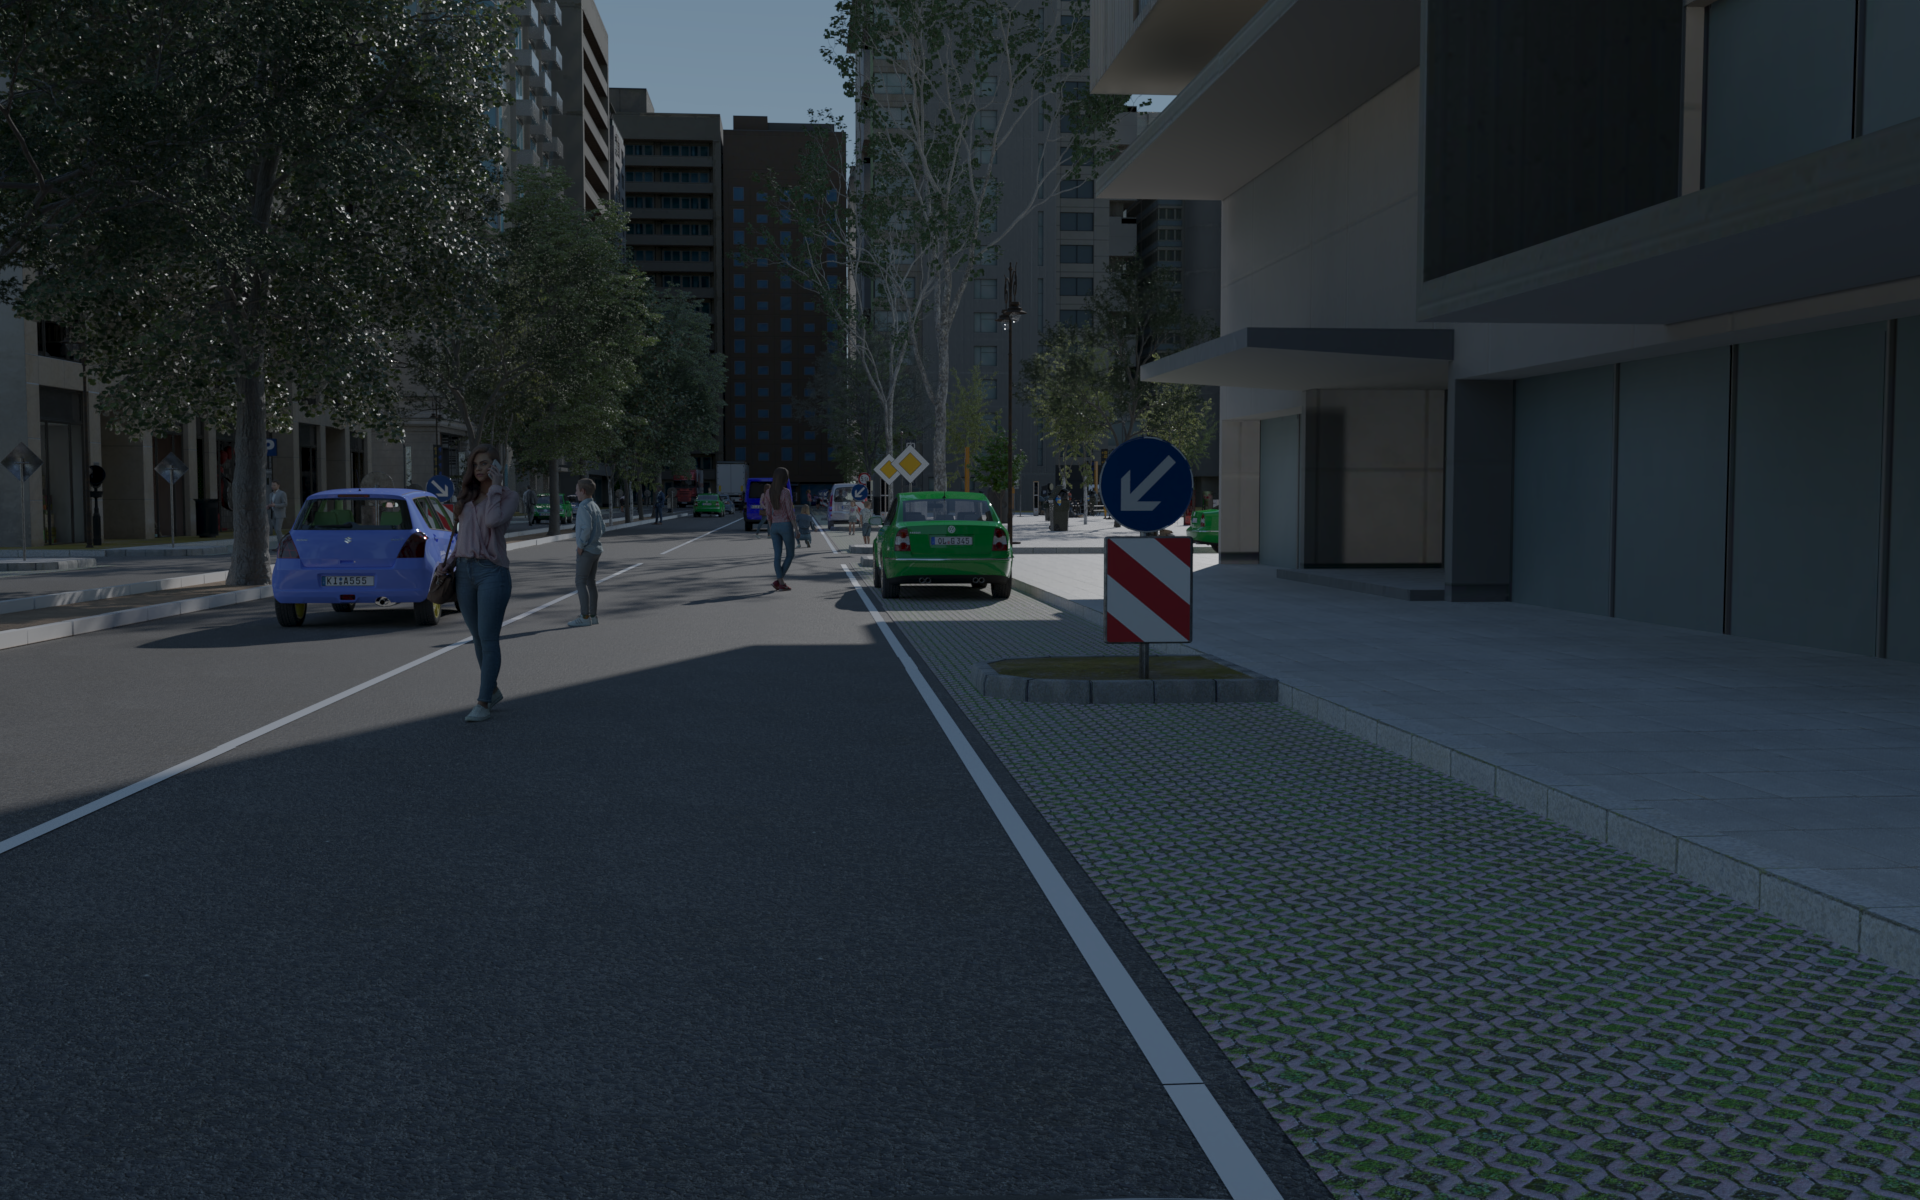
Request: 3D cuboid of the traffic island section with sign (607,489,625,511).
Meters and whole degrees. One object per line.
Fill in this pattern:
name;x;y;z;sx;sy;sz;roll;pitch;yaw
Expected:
traffic island section with sign;-28.023;-8.198;142.665;1.989;1.847;2.006;0;4;-5

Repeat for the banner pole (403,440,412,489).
banner pole;-25.544;-5.505;80.028;0.863;3.779;0.401;3;5;43

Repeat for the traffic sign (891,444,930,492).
traffic sign;-1.003;-1.911;34.890;0.795;2.450;0.064;0;4;-5

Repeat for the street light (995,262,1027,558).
street light;1.006;-3.785;34.677;0.468;5.910;1.993;0;4;-5

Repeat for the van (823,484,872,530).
van;-4.583;-3.896;70.715;2.013;2.044;4.112;0;4;-5

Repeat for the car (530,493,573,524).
car;-19.823;-4.591;83.864;1.959;1.807;4.718;0;4;-7

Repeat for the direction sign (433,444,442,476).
direction sign;-23.955;-5.350;79.466;0.379;3.537;0.876;0;4;5

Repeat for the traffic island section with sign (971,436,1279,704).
traffic island section with sign;1.111;-0.249;12.704;1.989;1.847;2.006;0;4;-5

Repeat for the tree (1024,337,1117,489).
tree;4.931;-7.825;78.306;4.360;8.622;3.978;0;3;0

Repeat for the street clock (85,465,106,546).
street clock;-21.528;-2.361;43.166;0.471;2.002;0.358;-2;4;-24

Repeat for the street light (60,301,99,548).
street light;-20.816;-4.187;41.244;0.468;5.910;1.993;0;4;-5

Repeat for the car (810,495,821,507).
car;-14.573;-10.031;176.582;1.945;1.354;3.894;0;4;-4

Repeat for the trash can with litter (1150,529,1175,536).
trash can with litter;5.647;-2.317;49.264;1.055;1.170;0.624;3;5;39

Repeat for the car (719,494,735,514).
car;-16.968;-6.779;122.831;2.014;1.417;4.499;0;4;-4

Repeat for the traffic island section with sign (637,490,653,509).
traffic island section with sign;-30.544;-9.839;169.503;1.989;1.847;2.006;0;4;-5

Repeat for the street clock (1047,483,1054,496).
street clock;5.983;-6.746;114.863;0.358;2.002;0.471;3;4;36

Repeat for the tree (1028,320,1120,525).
tree;5.058;-7.471;72.511;4.737;8.622;4.395;0;3;0

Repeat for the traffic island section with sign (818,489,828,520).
traffic island section with sign;-6.567;-5.237;94.247;1.989;1.847;2.006;0;4;-5

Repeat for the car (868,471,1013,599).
car;-0.320;-0.994;25.044;1.959;1.807;4.718;0;4;-5

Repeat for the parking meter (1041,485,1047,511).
parking meter;5.331;-6.366;109.794;0.399;1.863;0.255;0;4;-4

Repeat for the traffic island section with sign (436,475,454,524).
traffic island section with sign;-12.338;-2.046;41.584;2.006;1.907;1.989;0;4;-5

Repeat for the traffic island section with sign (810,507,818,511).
traffic island section with sign;-13.865;-9.980;171.806;1.989;1.847;2.006;0;4;-5

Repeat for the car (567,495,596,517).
car;-21.224;-5.164;96.428;2.014;1.417;4.499;0;4;-6

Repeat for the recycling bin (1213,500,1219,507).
recycling bin;11.445;-4.018;78.242;0.722;1.027;0.722;-1;4;-11

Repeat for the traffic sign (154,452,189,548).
traffic sign;-18.773;-2.301;41.264;0.795;2.450;0.064;0;4;-5

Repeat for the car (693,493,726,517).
car;-15.621;-6.063;107.920;1.959;1.807;4.718;0;4;-4

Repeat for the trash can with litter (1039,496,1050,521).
trash can with litter;4.446;-4.315;81.932;0.624;1.170;1.055;-3;5;-41

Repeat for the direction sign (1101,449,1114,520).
direction sign;7.499;-5.797;86.781;0.876;3.537;0.379;1;4;12

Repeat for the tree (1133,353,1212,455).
tree;10.564;-8.328;86.522;4.360;8.622;3.978;0;3;0

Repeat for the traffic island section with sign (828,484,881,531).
traffic island section with sign;-4.034;-3.595;67.411;1.989;1.847;2.006;0;4;-5

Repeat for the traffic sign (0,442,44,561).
traffic sign;-18.024;-1.815;33.314;0.795;2.450;0.064;0;4;-5

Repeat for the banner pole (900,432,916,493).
banner pole;-2.128;-4.874;69.699;0.863;3.779;0.401;-1;4;-20

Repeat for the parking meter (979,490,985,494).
parking meter;1.458;-6.543;115.384;0.372;1.533;0.369;0;3;0

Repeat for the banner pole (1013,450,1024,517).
banner pole;3.267;-6.576;97.529;0.401;3.779;0.863;3;4;38

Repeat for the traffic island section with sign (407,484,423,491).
traffic island section with sign;-20.781;-3.500;65.849;1.989;1.847;2.006;0;4;-5

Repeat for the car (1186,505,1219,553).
car;7.714;-1.951;40.700;4.718;1.807;1.959;0;4;-4

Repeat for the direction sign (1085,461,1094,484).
direction sign;8.787;-7.682;117.597;0.379;3.537;0.876;-3;4;-38

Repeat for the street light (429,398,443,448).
street light;-24.538;-6.637;81.307;0.468;5.910;1.993;0;4;-5

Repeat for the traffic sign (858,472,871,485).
traffic sign;-5.631;-6.243;102.182;0.768;2.556;0.104;0;4;-1

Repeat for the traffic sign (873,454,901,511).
traffic sign;-1.752;-2.397;42.840;0.795;2.450;0.064;0;4;-5

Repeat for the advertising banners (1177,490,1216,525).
advertising banners;9.467;-4.589;71.220;2.074;3.025;0.090;0;3;0

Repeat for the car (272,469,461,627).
car;-6.675;-0.641;20.074;1.945;1.707;3.694;0;4;-7

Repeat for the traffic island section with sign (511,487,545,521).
traffic island section with sign;-23.325;-5.153;92.882;1.989;1.847;2.006;0;4;-5

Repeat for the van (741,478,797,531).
van;-7.548;-3.920;68.476;2.240;2.365;5.245;0;4;-6

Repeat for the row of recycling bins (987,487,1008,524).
row of recycling bins;1.676;-4.262;76.801;1.069;1.692;3.534;0;4;0

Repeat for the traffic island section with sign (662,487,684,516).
traffic island section with sign;-19.393;-6.621;116.391;2.006;1.907;1.989;0;4;-5

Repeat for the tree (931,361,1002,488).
tree;0.383;-8.929;96.358;4.737;8.622;4.395;0;3;0

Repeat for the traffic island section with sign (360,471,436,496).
traffic island section with sign;-11.653;-1.595;34.208;2.006;1.907;1.989;0;4;-5

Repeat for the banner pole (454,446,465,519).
banner pole;-26.119;-6.145;90.492;0.863;3.779;0.401;2;4;30

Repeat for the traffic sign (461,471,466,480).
traffic sign;-24.870;-5.357;87.699;0.768;2.556;0.104;0;4;-5
